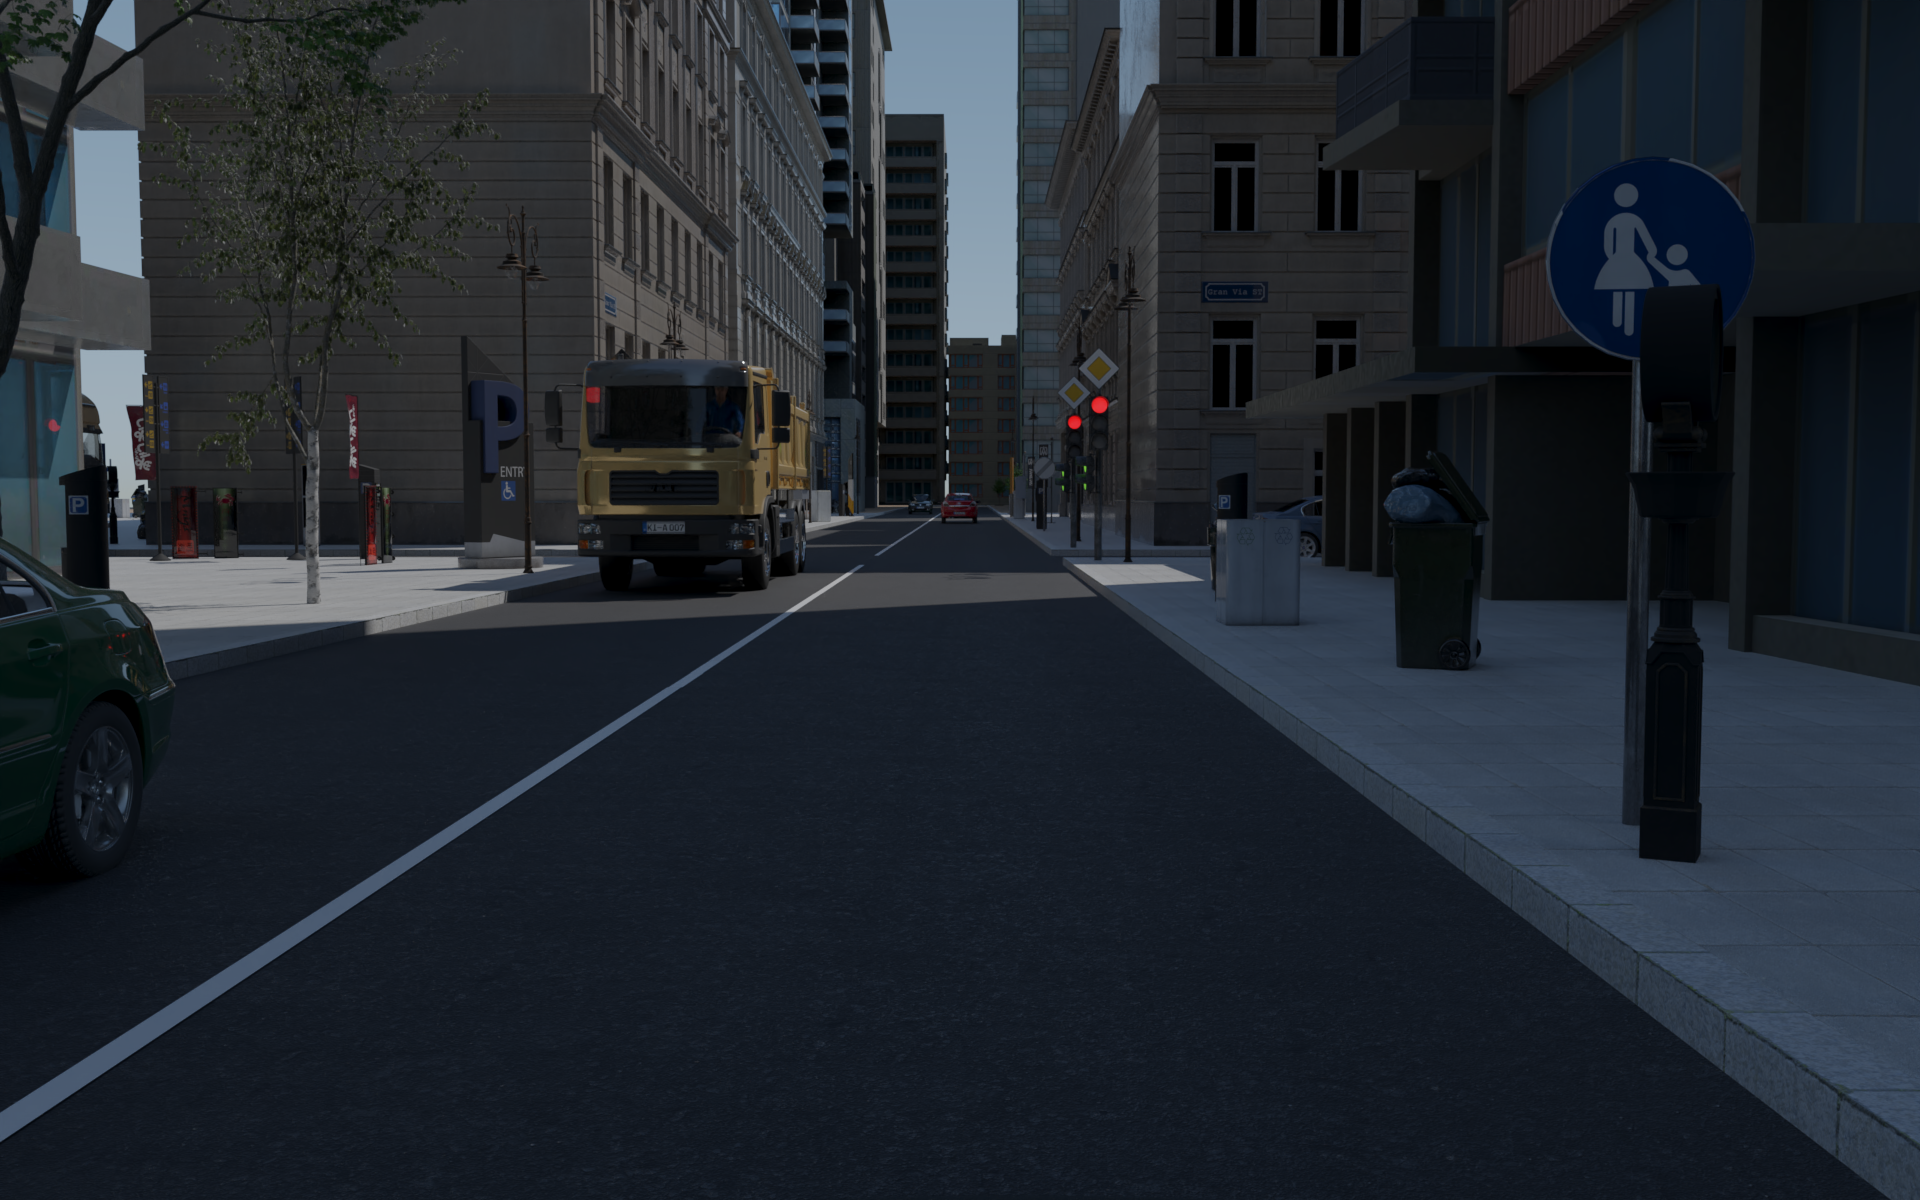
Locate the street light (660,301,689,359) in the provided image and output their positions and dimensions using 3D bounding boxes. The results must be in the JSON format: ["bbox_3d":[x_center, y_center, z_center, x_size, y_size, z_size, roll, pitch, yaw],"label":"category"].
[{"bbox_3d":[-6.851,-4.215,41.703,0.468,5.910,1.993,0,4,0],"label":"street light"}]

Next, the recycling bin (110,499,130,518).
[{"bbox_3d":[-45.026,-4.910,92.825,0.722,1.027,0.722,0,4,7],"label":"recycling bin"}]

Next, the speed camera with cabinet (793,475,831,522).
[{"bbox_3d":[-6.781,-5.205,79.443,0.660,3.252,2.038,2,4,35],"label":"speed camera with cabinet"}]

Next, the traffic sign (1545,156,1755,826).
[{"bbox_3d":[2.618,-0.401,6.659,0.768,2.556,0.104,0,4,5],"label":"traffic sign"}]

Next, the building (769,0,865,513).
[{"bbox_3d":[-18.149,-50.011,130.346,22.319,86.520,31.000,0,4,0],"label":"building"}]

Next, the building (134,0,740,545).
[{"bbox_3d":[-14.661,-15.758,54.912,12.463,27.353,25.104,0,4,0],"label":"building"}]

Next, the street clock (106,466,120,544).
[{"bbox_3d":[-21.749,-2.440,44.462,0.358,2.002,0.471,-2,4,-32],"label":"street clock"}]

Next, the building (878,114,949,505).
[{"bbox_3d":[-12.275,-35.947,211.438,21.600,48.544,21.300,0,4,0],"label":"building"}]

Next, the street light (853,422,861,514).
[{"bbox_3d":[-6.571,-8.470,111.280,0.468,5.910,1.993,0,4,0],"label":"street light"}]

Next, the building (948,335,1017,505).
[{"bbox_3d":[13.178,-22.627,214.994,28.899,21.520,27.650,0,4,0],"label":"building"}]

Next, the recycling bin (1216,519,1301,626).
[{"bbox_3d":[2.953,-0.283,17.187,0.722,1.027,0.722,0,4,0],"label":"recycling bin"}]

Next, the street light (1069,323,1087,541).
[{"bbox_3d":[3.216,-4.531,46.862,0.468,5.910,1.993,0,4,0],"label":"street light"}]

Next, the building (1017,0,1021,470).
[{"bbox_3d":[15.312,-36.912,145.503,21.231,58.520,28.212,0,4,0],"label":"building"}]

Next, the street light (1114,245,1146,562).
[{"bbox_3d":[3.163,-3.649,32.446,0.468,5.910,1.993,0,4,0],"label":"street light"}]

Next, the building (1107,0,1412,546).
[{"bbox_3d":[16.933,-15.303,47.468,25.104,27.353,12.463,0,4,0],"label":"building"}]

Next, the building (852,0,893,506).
[{"bbox_3d":[-21.221,-35.932,176.726,27.495,52.752,28.713,0,4,0],"label":"building"}]

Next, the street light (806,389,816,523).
[{"bbox_3d":[-6.631,-6.339,76.426,0.468,5.910,1.993,0,4,0],"label":"street light"}]

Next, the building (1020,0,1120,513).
[{"bbox_3d":[11.340,-26.994,124.945,14.154,41.232,14.086,0,4,0],"label":"building"}]

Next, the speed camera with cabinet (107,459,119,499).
[{"bbox_3d":[-48.176,-6.267,96.801,2.038,3.252,0.660,-2,4,-34],"label":"speed camera with cabinet"}]

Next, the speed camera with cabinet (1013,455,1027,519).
[{"bbox_3d":[3.047,-5.794,89.060,0.660,3.252,2.038,0,4,-2],"label":"speed camera with cabinet"}]

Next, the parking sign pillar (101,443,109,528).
[{"bbox_3d":[-33.104,-4.754,66.200,1.447,3.967,1.447,3,5,45],"label":"parking sign pillar"}]

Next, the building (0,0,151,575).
[{"bbox_3d":[-26.968,-24.316,17.184,30.456,49.044,23.786,0,4,0],"label":"building"}]

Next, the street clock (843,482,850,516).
[{"bbox_3d":[-6.508,-5.852,100.247,0.471,2.002,0.358,-2,4,-34],"label":"street clock"}]

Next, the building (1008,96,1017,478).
[{"bbox_3d":[16.980,-34.016,175.768,23.786,49.044,30.456,0,4,0],"label":"building"}]

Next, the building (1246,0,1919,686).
[{"bbox_3d":[16.001,-22.163,16.993,22.147,44.769,28.867,0,4,0],"label":"building"}]

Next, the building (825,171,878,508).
[{"bbox_3d":[-14.782,-23.416,154.549,14.160,30.474,14.107,0,4,0],"label":"building"}]

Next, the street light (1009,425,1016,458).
[{"bbox_3d":[3.534,-8.772,116.203,0.468,5.910,1.993,0,4,0],"label":"street light"}]

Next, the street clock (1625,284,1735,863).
[{"bbox_3d":[2.516,-0.092,6.076,0.358,2.002,0.471,2,4,28],"label":"street clock"}]

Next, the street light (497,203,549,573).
[{"bbox_3d":[-6.999,-3.371,27.901,0.468,5.910,1.993,0,4,0],"label":"street light"}]

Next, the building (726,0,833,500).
[{"bbox_3d":[-16.622,-19.186,90.108,17.030,29.872,44.131,0,4,0],"label":"building"}]

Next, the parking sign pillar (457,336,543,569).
[{"bbox_3d":[-8.010,-2.545,30.091,1.447,3.967,1.447,2,4,30],"label":"parking sign pillar"}]

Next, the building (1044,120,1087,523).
[{"bbox_3d":[10.023,-15.021,96.507,10.553,20.767,40.483,0,4,0],"label":"building"}]

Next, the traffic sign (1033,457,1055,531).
[{"bbox_3d":[2.920,-3.657,59.900,0.768,2.556,0.104,0,4,4],"label":"traffic sign"}]

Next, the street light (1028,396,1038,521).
[{"bbox_3d":[3.442,-6.651,81.532,0.468,5.910,1.993,0,4,0],"label":"street light"}]

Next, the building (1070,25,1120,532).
[{"bbox_3d":[9.986,-12.300,65.732,10.561,19.102,19.286,0,4,0],"label":"building"}]

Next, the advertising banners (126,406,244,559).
[{"bbox_3d":[-15.329,-2.329,34.266,2.074,3.025,0.090,-1,4,-16],"label":"advertising banners"}]
